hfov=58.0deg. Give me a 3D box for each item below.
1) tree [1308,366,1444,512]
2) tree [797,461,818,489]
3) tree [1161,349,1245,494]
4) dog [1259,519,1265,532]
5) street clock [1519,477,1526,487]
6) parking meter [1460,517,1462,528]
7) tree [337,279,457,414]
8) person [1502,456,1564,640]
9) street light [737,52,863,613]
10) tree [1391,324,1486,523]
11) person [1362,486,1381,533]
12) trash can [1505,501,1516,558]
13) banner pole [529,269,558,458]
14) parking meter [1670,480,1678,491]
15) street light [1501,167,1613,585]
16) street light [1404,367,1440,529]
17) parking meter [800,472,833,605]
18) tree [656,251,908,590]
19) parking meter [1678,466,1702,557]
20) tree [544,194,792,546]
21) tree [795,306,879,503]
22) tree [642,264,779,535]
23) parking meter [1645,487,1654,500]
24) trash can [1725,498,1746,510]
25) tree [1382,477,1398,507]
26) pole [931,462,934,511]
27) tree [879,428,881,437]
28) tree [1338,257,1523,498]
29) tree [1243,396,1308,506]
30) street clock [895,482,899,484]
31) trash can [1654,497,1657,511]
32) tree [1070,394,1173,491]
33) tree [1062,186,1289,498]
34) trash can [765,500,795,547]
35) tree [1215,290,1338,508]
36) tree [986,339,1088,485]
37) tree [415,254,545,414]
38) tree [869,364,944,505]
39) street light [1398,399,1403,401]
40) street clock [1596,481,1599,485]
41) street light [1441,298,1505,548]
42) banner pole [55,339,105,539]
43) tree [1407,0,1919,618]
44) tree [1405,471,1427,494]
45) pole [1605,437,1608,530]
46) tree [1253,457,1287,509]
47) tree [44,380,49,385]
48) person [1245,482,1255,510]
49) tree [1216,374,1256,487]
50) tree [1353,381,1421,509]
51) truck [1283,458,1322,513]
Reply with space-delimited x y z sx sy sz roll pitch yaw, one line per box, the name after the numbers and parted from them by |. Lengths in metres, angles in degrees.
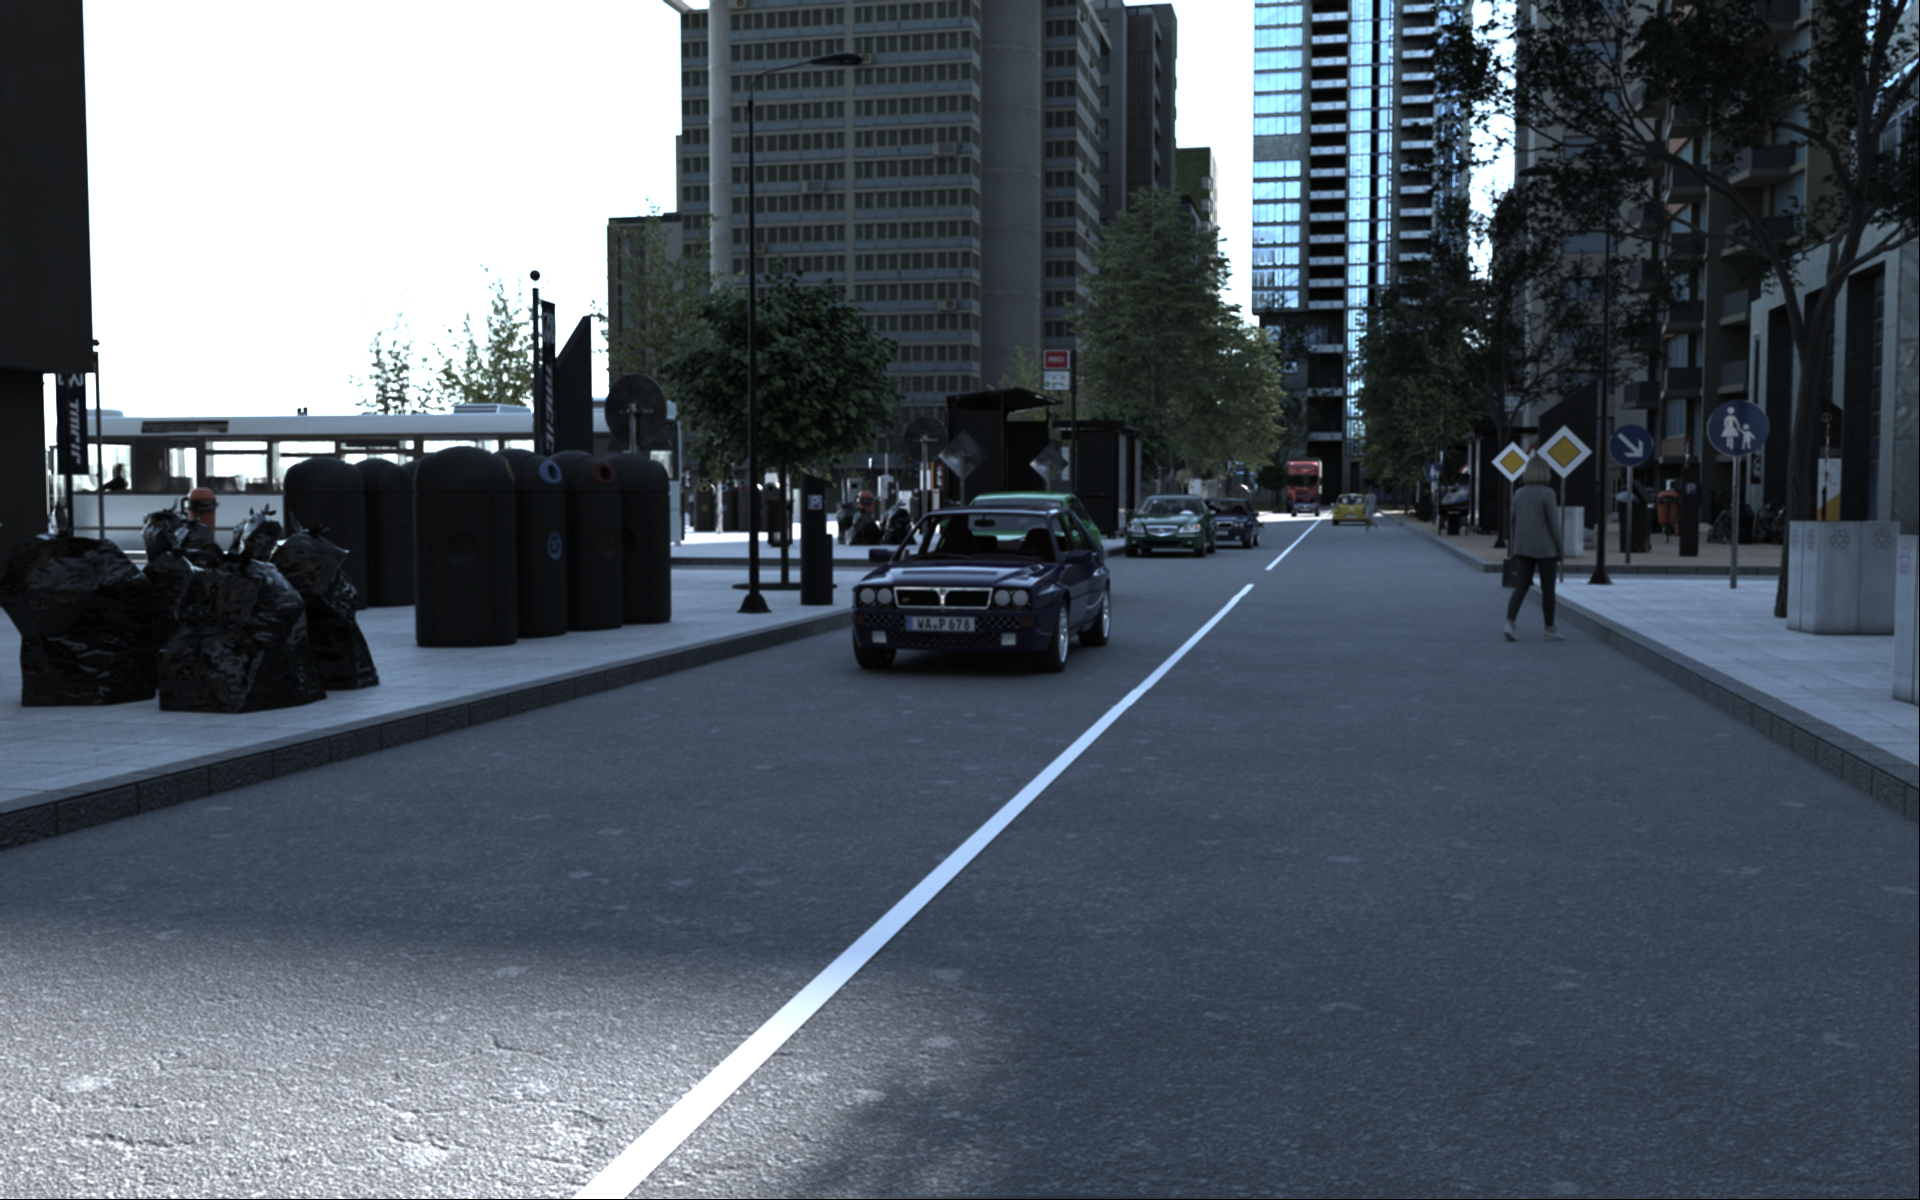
32.813 -12.340 127.506 9.928 11.665 9.643 0 3 0 | tree
-8.657 -8.101 82.815 4.360 8.622 3.978 0 3 0 | tree
11.386 -8.158 83.738 4.737 8.622 4.395 0 3 0 | tree
11.420 -2.869 66.192 0.540 0.507 0.406 1 4 21 | dog
23.568 -4.140 72.262 0.358 2.002 0.471 -3 4 -38 | street clock
18.562 -3.607 64.680 0.399 1.863 0.255 2 4 32 | parking meter
-19.580 -6.700 59.902 4.360 8.622 3.978 0 3 0 | tree
5.577 -0.509 17.007 0.728 1.800 0.709 -2 4 -32 | person
-1.705 -2.810 18.482 1.470 5.913 1.316 1 4 13 | street light
20.924 -7.659 75.594 4.737 8.622 4.395 0 3 0 | tree
14.977 -3.289 63.033 0.760 1.731 0.466 2 4 34 | person
10.904 -1.334 33.457 0.748 1.137 0.748 0 3 0 | trash can
-4.707 -1.812 19.644 0.401 3.779 0.863 0 4 8 | banner pole
28.692 -3.902 69.512 0.399 1.863 0.255 -2 4 -30 | parking meter
8.607 -3.187 24.652 1.470 5.913 1.316 1 4 13 | street light
17.090 -5.543 63.170 1.470 5.913 1.316 1 4 13 | street light
-1.663 -0.714 20.080 0.372 1.533 0.369 0 3 0 | parking meter
-2.441 -2.448 23.732 4.285 4.588 4.351 0 3 0 | tree
15.036 -1.830 35.629 0.399 1.863 0.255 1 4 22 | parking meter
-7.020 -5.635 42.497 4.737 8.622 4.395 0 3 0 | tree
-6.171 -6.969 64.301 4.737 8.622 4.395 0 3 0 | tree
-7.839 -6.375 54.590 4.360 8.622 3.978 0 3 0 | tree
26.321 -3.534 66.186 0.372 1.533 0.369 0 3 0 | parking meter
26.954 -2.970 60.215 0.748 1.137 0.748 0 3 0 | trash can
42.252 -10.770 170.696 1.663 3.219 1.824 0 3 0 | tree
-1.108 -4.403 65.835 0.158 3.312 0.155 0 3 0 | pole
-5.825 -7.477 72.603 4.737 8.622 4.395 0 3 0 | tree
24.774 -11.272 90.953 9.857 13.997 8.962 0 3 0 | tree
32.981 -15.495 179.090 9.928 11.665 9.643 0 3 0 | tree
-3.866 -6.238 106.563 0.358 2.002 0.471 0 4 -2 | street clock
30.591 -3.933 75.962 0.748 1.137 0.748 0 3 0 | trash can
5.245 -4.467 56.742 4.285 4.588 4.351 0 3 0 | tree
7.148 -8.966 64.726 7.486 12.596 7.792 0 3 0 | tree
-4.368 -1.859 42.044 0.748 1.137 0.748 0 3 0 | trash can
29.338 -18.814 163.491 12.611 20.169 13.585 0 3 0 | tree
2.888 -8.073 82.361 4.737 8.622 4.395 0 3 0 | tree
-14.224 -6.292 53.242 4.737 8.622 4.395 0 3 0 | tree
-3.336 -9.072 98.692 4.360 8.622 3.978 0 3 0 | tree
21.927 -6.844 84.442 1.470 5.913 1.316 1 4 13 | street light
34.294 -5.454 93.749 0.471 2.002 0.358 3 4 36 | street clock
12.316 -4.194 41.116 1.470 5.913 1.316 1 4 13 | street light
-14.083 -2.314 27.843 0.863 3.779 0.401 -3 5 -39 | banner pole
8.454 -5.077 17.419 8.767 10.594 7.601 2 4 27 | tree
30.527 -7.369 115.088 1.663 3.219 1.824 0 3 0 | tree
23.171 -4.185 62.272 0.158 3.312 0.155 0 3 0 | pole
27.408 -10.259 151.453 4.285 4.588 4.351 0 3 0 | tree
-24.618 -5.671 43.077 4.737 8.622 4.395 0 3 0 | tree
8.886 -2.753 53.779 0.573 1.790 0.520 -1 4 -9 | person
19.504 -11.302 119.202 7.601 10.594 8.767 -2 4 -33 | tree
36.861 -13.874 144.964 7.486 12.596 7.792 0 3 0 | tree
26.879 -8.954 135.315 2.839 4.237 11.283 1 4 13 | truck
